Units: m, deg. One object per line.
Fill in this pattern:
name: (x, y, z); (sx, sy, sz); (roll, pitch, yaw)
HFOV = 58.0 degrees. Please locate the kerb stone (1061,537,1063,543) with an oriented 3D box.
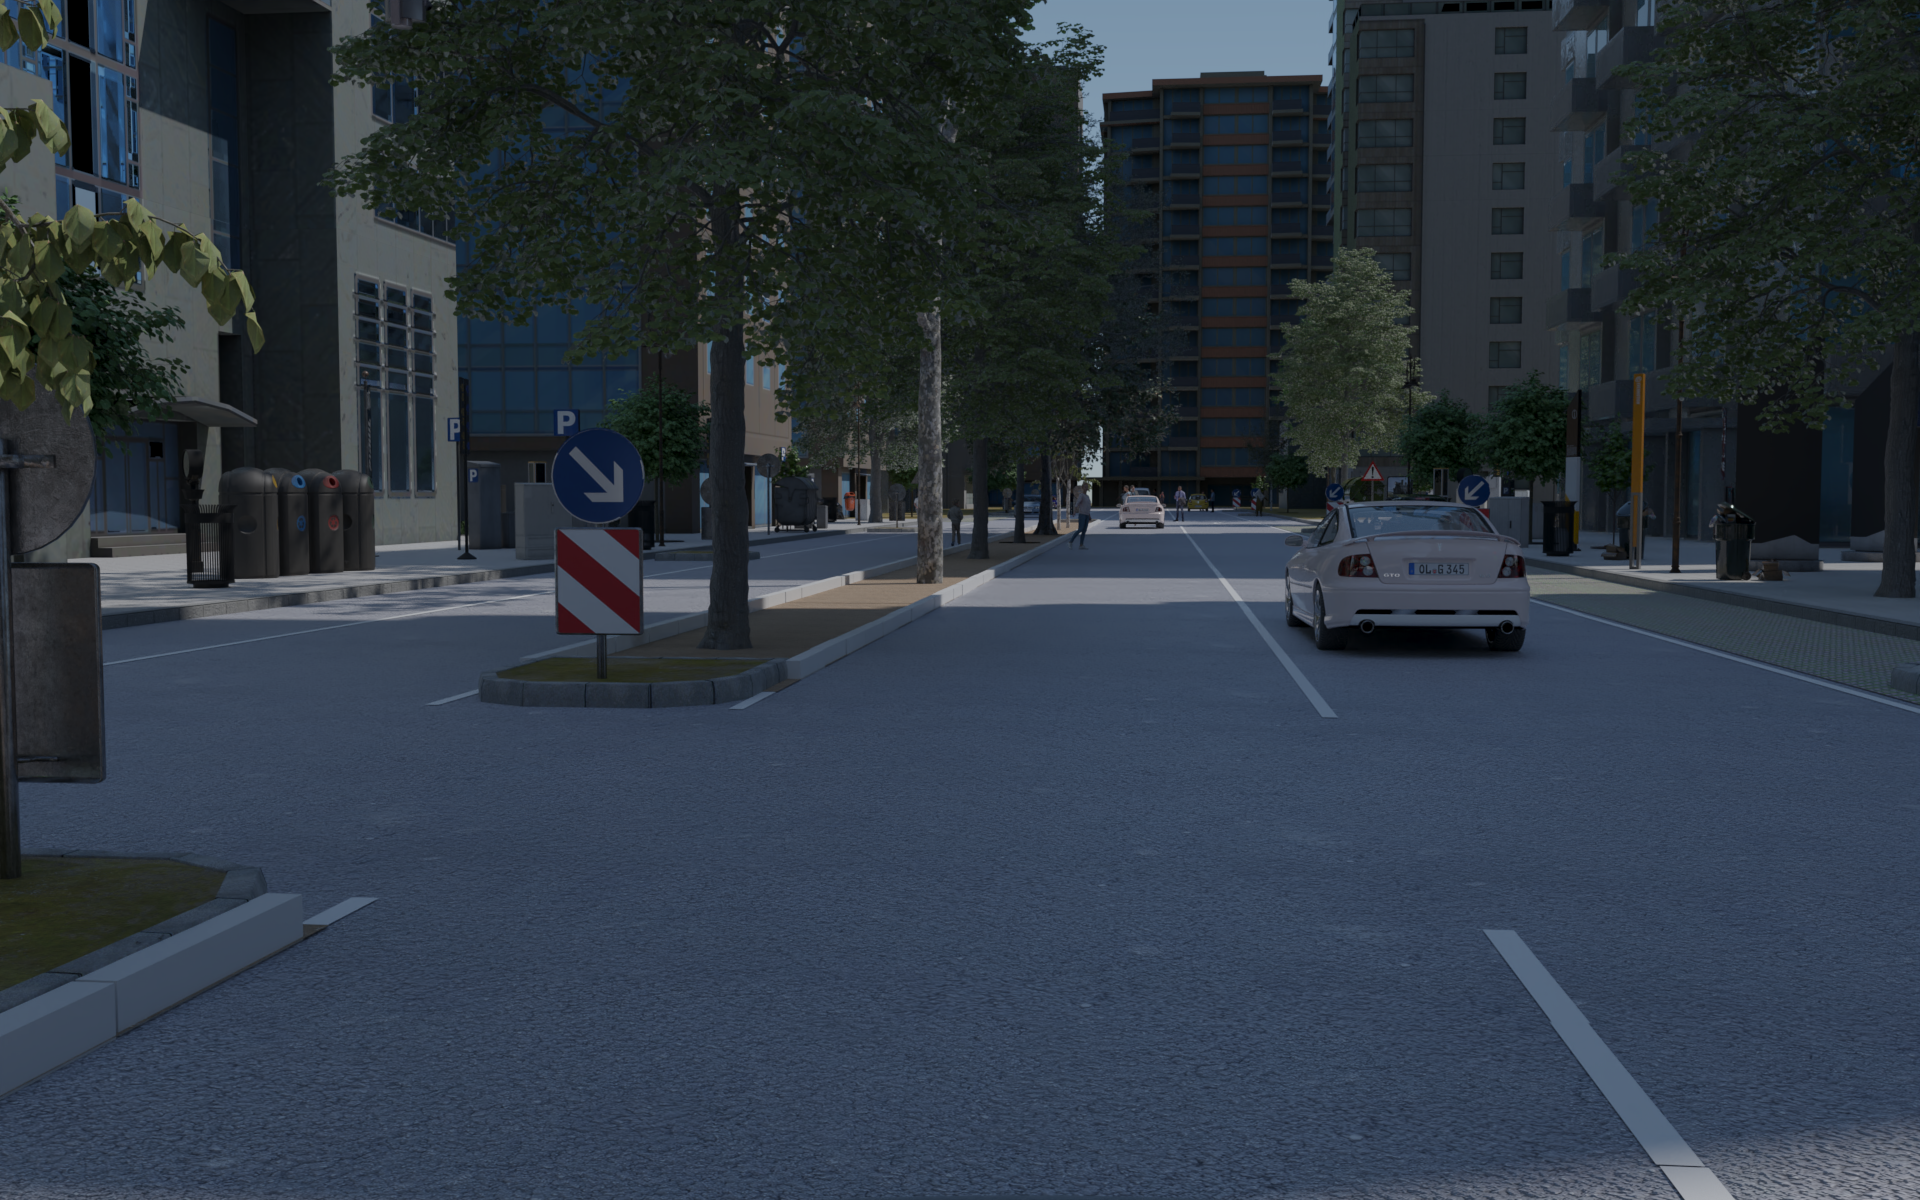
kerb stone: (2.780, -1.665, 49.456); (0.120, 0.150, 1.000); (0, 4, 6)

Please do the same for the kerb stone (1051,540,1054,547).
kerb stone: (2.320, -1.418, 45.376); (0.120, 0.150, 1.000); (0, 4, 6)

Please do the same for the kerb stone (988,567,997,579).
kerb stone: (0.478, -0.413, 29.091); (0.120, 0.150, 1.000); (0, 4, 6)

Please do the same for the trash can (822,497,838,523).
trash can: (-5.865, -4.068, 78.172); (0.748, 1.137, 0.748); (0, 3, 0)

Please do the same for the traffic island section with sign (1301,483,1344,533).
traffic island section with sign: (13.607, -3.372, 63.759); (1.989, 1.847, 2.006); (0, 4, 6)

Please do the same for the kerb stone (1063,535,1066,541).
kerb stone: (2.999, -1.792, 51.489); (0.120, 0.150, 1.000); (0, 4, 6)

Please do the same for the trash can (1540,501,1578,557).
trash can: (12.349, -1.473, 35.739); (0.748, 1.137, 0.748); (0, 3, 0)

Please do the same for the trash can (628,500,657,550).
trash can: (-7.311, -1.717, 39.719); (0.748, 1.137, 0.748); (0, 3, 0)

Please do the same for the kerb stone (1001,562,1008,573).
kerb stone: (0.711, -0.544, 31.122); (0.120, 0.150, 1.000); (0, 4, 6)

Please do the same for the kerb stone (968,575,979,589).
kerb stone: (0.145, -0.232, 26.042); (0.120, 0.150, 1.000); (0, 4, 6)

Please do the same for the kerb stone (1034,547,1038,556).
kerb stone: (1.620, -1.044, 39.261); (0.120, 0.150, 1.000); (0, 4, 6)

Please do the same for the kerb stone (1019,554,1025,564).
kerb stone: (1.174, -0.795, 35.192); (0.120, 0.150, 1.000); (0, 4, 6)

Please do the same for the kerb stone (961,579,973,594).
kerb stone: (0.036, -0.173, 25.025); (0.120, 0.150, 1.000); (0, 4, 6)

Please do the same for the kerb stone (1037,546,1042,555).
kerb stone: (1.747, -1.096, 40.285); (0.120, 0.150, 1.000); (0, 4, 6)

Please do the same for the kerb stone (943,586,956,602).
kerb stone: (-0.205, -0.049, 22.995); (0.120, 0.150, 1.000); (0, 4, 6)

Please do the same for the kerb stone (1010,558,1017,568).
kerb stone: (0.943, -0.662, 33.155); (0.120, 0.150, 1.000); (0, 4, 6)

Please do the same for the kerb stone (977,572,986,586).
kerb stone: (0.255, -0.297, 27.058); (0.120, 0.150, 1.000); (0, 4, 6)

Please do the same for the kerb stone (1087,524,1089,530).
kerb stone: (4.958, -2.850, 68.794); (0.120, 0.150, 1.000); (0, 4, 6)

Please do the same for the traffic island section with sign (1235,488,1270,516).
traffic island section with sign: (19.176, -6.391, 113.113); (1.989, 1.847, 2.006); (0, 4, 6)

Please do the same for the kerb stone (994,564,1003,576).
kerb stone: (0.591, -0.484, 30.106); (0.120, 0.150, 1.000); (0, 4, 6)

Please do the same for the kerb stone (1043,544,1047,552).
kerb stone: (1.980, -1.228, 42.322); (0.120, 0.150, 1.000); (0, 4, 6)

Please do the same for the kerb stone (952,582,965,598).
kerb stone: (-0.087, -0.109, 24.011); (0.120, 0.150, 1.000); (0, 4, 6)

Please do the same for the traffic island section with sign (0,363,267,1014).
traffic island section with sign: (-3.255, 0.180, 5.196); (2.006, 1.907, 1.989); (0, 4, 6)

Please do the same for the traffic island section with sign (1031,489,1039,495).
traffic island section with sign: (6.199, -8.124, 141.461); (1.989, 1.847, 2.006); (0, 4, 6)

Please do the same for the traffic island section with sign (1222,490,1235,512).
traffic island section with sign: (22.193, -8.029, 139.899); (1.989, 1.847, 2.006); (0, 4, 6)

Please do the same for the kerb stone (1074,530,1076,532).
kerb stone: (3.700, -2.165, 57.600); (0.120, 0.150, 1.000); (0, 4, 6)

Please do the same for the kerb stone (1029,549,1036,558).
kerb stone: (1.518, -0.981, 38.241); (0.120, 0.150, 1.000); (0, 4, 6)

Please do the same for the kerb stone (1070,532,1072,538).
kerb stone: (3.354, -1.978, 54.543); (0.120, 0.150, 1.000); (0, 4, 6)

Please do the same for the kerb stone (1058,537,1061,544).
kerb stone: (2.668, -1.604, 48.435); (0.120, 0.150, 1.000); (0, 4, 6)

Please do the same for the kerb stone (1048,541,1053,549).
kerb stone: (2.218, -1.356, 44.358); (0.120, 0.150, 1.000); (0, 4, 6)

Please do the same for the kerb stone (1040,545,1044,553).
kerb stone: (1.860, -1.169, 41.305); (0.120, 0.150, 1.000); (0, 4, 6)

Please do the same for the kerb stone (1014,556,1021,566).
kerb stone: (1.060, -0.732, 34.170); (0.120, 0.150, 1.000); (0, 4, 6)

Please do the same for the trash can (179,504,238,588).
trash can: (-10.276, -0.739, 23.731); (0.748, 1.137, 0.748); (0, 3, 0)

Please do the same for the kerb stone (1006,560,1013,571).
kerb stone: (0.836, -0.608, 32.138); (0.120, 0.150, 1.000); (0, 4, 6)

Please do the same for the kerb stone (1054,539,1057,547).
kerb stone: (2.437, -1.475, 46.401); (0.120, 0.150, 1.000); (0, 4, 6)

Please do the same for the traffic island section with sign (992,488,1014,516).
traffic island section with sign: (3.169, -6.486, 114.676); (1.989, 1.847, 2.006); (0, 4, 6)

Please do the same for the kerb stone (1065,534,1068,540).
kerb stone: (3.120, -1.853, 52.508); (0.120, 0.150, 1.000); (0, 4, 6)

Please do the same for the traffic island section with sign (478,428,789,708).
traffic island section with sign: (-2.415, -0.270, 12.555); (2.006, 1.907, 1.989); (0, 4, 6)

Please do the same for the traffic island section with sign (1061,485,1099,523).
traffic island section with sign: (5.992, -4.837, 87.224); (2.006, 1.907, 1.989); (0, 4, 6)

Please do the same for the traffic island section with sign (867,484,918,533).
traffic island section with sign: (-2.381, -3.470, 65.357); (1.989, 1.847, 2.006); (0, 4, 6)

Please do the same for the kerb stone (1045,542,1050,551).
kerb stone: (2.097, -1.293, 43.339); (0.120, 0.150, 1.000); (0, 4, 6)

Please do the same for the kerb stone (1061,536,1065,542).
kerb stone: (2.892, -1.729, 50.472); (0.120, 0.150, 1.000); (0, 4, 6)

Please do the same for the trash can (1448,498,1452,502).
trash can: (17.656, -3.171, 63.493); (0.748, 1.137, 0.748); (0, 3, 0)

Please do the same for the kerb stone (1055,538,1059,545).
kerb stone: (2.558, -1.543, 47.416); (0.120, 0.150, 1.000); (0, 4, 6)

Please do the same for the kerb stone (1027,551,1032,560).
kerb stone: (1.405, -0.915, 37.223); (0.120, 0.150, 1.000); (0, 4, 6)

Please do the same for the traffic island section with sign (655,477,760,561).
traffic island section with sign: (-5.470, -1.797, 38.003); (1.989, 1.847, 2.006); (0, 4, 6)

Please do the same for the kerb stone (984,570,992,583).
kerb stone: (0.372, -0.355, 28.074); (0.120, 0.150, 1.000); (0, 4, 6)

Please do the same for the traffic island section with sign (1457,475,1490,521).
traffic island section with sign: (10.520, -1.693, 36.312); (1.989, 1.847, 2.006); (0, 4, 6)

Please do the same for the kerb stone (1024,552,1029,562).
kerb stone: (1.286, -0.854, 36.208); (0.120, 0.150, 1.000); (0, 4, 6)

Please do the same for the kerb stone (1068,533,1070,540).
kerb stone: (3.235, -1.915, 53.526); (0.120, 0.150, 1.000); (0, 4, 6)

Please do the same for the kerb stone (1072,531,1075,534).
kerb stone: (3.590, -2.103, 56.580); (0.120, 0.150, 1.000); (0, 4, 6)
